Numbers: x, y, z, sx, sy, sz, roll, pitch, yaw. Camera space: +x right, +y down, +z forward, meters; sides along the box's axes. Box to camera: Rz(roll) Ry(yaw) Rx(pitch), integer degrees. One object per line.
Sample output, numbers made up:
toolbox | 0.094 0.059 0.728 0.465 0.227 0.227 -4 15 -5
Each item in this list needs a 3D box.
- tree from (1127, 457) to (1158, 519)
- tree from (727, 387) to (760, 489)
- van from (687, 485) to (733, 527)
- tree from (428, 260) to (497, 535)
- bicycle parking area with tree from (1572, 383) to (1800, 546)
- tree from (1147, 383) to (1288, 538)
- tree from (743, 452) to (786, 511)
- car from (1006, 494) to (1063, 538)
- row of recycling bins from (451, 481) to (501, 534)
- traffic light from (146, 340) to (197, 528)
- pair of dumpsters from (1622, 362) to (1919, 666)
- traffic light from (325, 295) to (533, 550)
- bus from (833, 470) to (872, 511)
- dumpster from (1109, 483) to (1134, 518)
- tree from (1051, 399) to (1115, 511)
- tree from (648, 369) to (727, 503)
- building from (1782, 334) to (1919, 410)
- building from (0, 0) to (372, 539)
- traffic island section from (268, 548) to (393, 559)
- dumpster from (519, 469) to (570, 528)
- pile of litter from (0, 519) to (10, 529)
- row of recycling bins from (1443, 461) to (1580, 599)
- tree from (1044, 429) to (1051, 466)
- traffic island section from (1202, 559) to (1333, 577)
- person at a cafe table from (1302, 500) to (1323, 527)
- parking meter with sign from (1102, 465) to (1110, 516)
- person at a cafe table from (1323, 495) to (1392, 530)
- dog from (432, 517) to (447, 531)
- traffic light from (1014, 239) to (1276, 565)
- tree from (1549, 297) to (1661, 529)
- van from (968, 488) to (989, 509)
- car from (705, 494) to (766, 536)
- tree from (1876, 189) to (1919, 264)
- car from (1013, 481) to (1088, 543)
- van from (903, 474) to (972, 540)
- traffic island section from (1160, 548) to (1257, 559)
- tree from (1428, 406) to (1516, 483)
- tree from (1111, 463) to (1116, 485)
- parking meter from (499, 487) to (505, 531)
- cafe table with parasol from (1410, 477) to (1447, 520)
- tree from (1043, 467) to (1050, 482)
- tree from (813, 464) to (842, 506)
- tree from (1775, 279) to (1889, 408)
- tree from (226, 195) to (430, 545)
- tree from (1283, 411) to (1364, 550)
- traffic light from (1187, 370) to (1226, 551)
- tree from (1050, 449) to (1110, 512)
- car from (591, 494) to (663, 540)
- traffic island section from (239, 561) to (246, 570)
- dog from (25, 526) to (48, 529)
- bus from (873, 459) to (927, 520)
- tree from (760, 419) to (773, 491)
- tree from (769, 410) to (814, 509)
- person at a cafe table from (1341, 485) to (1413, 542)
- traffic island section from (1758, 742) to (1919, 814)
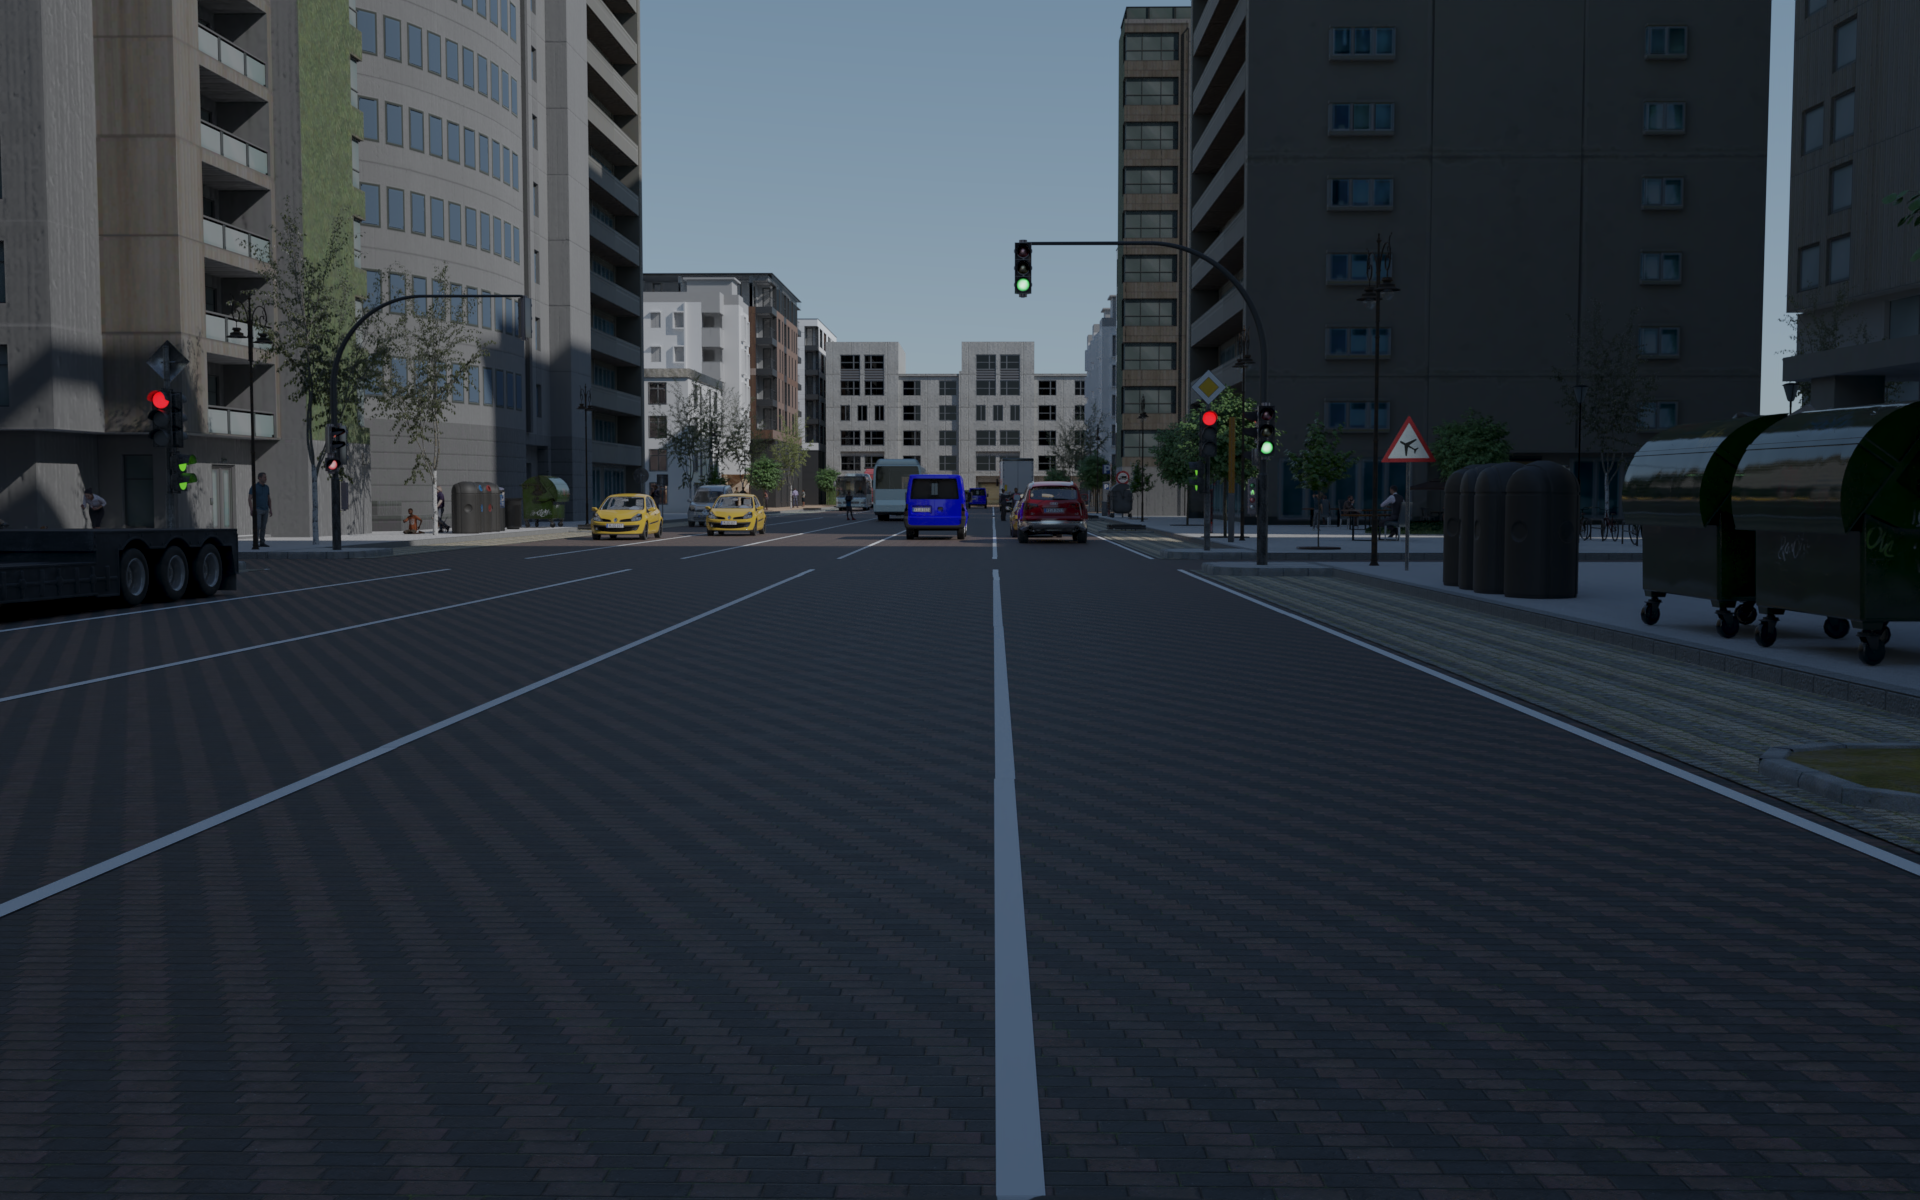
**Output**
tree | 8.950 -5.699 87.773 1.663 3.219 1.824 0 3 0
tree | -15.747 -9.815 110.834 4.360 8.622 3.978 0 3 0
van | -11.079 -4.305 77.395 2.013 2.044 4.112 0 4 1
tree | -16.635 -6.328 53.833 4.360 8.622 3.978 0 3 0
bicycle parking area with tree | 18.934 -3.569 45.352 8.231 4.147 9.016 1 4 23
tree | 7.922 -4.118 51.050 4.285 4.588 4.351 0 3 0
tree | -15.281 -9.294 135.669 4.285 4.588 4.351 0 3 0
car | 2.555 -2.948 58.427 2.015 1.641 3.980 0 4 0
row of recycling bins | -16.071 -3.076 57.407 1.069 1.692 3.534 0 4 0
traffic light | -14.419 -2.611 31.604 0.839 4.253 0.868 0 4 1
pair of dumpsters | 7.255 -0.757 14.867 1.574 2.255 4.437 0 4 1
traffic light | -12.174 -3.970 39.583 4.771 5.953 1.251 0 4 1
bus | -9.230 -9.571 151.352 2.948 3.499 13.247 0 4 -1
dumpster | 8.732 -5.374 93.626 1.264 1.857 1.865 0 4 1
tree | 9.703 -11.180 133.147 4.360 8.622 3.978 0 3 0
tree | -16.054 -9.244 101.496 4.360 8.622 3.978 0 3 0
building | 26.402 -19.766 15.055 32.217 40.220 23.993 0 4 1
building | -26.279 -22.313 48.410 14.154 41.232 14.086 0 4 1
traffic island section | -14.307 -1.067 39.723 2.009 0.180 2.903 0 4 1
dumpster | -15.905 -3.901 66.277 1.502 2.255 1.985 0 4 1
pile of litter | -18.019 -1.115 32.197 1.719 0.858 1.176 0 4 -4
row of recycling bins | 7.176 -0.961 22.823 1.069 1.692 3.534 0 3 0
tree | 9.622 -12.477 154.356 4.360 8.622 3.978 0 3 0
traffic island section | 5.479 -0.555 31.359 2.009 0.180 2.903 0 4 1
person at a cafe table | 14.189 -3.458 67.399 1.698 1.238 1.726 1 4 16
parking meter with sign | 8.569 -6.435 101.472 0.543 3.016 1.738 1 4 9
person at a cafe table | 14.433 -3.157 62.470 1.698 1.238 1.726 -2 4 -35
dog | -17.785 -2.591 59.191 0.406 0.507 0.540 0 4 -1
traffic light | 3.346 -3.454 31.144 4.771 5.953 1.251 0 4 1
tree | 23.960 -6.950 64.000 4.360 8.622 3.978 0 3 0
van | 1.734 -10.242 171.839 2.240 2.365 5.245 0 4 1
car | -7.823 -3.081 60.597 2.015 1.641 3.980 0 4 0
tree | 7.196 -1.607 9.982 4.285 4.588 4.351 0 3 0
car | 2.752 -2.665 52.242 2.281 1.827 5.304 0 4 1
van | -0.740 -3.170 56.210 2.240 2.365 5.245 0 4 1
traffic island section | 5.630 -1.044 39.343 2.009 0.180 2.903 0 4 1
tree | 19.236 -4.976 65.075 4.285 4.588 4.351 0 3 0
tree | 9.197 -5.302 70.403 4.285 4.588 4.351 0 3 0
parking meter | -15.935 -3.149 59.895 0.372 1.533 0.369 0 3 0
cafe table with parasol | 19.211 -3.940 69.287 2.610 1.966 2.610 1 4 19
tree | 10.648 -12.688 191.156 4.285 4.588 4.351 0 3 0
tree | -14.465 -12.672 190.899 4.285 4.588 4.351 0 3 0
tree | 29.969 -6.661 59.271 4.360 8.622 3.978 0 3 0
tree | -16.107 -5.711 43.730 4.360 8.622 3.978 0 3 0
tree | 8.243 -2.794 40.282 1.663 3.219 1.824 0 3 0
traffic light | 5.590 -3.077 39.229 0.839 4.253 0.868 0 4 1
tree | 9.655 -8.594 124.225 4.285 4.588 4.351 0 3 0
car | -10.613 -2.753 55.230 2.015 1.641 3.980 0 4 0
traffic island section | -14.458 -0.578 31.739 2.009 0.180 2.903 0 4 1
dog | -22.461 -1.547 42.120 0.540 0.507 0.406 -1 4 -21
bus | -3.252 -6.269 97.351 2.948 3.499 13.247 0 4 0
tree | -15.277 -10.514 122.261 4.360 8.622 3.978 0 3 0
tree | -14.908 -12.363 152.502 4.737 8.622 4.395 0 3 0
person at a cafe table | 11.624 -2.377 47.374 1.698 1.524 1.622 -2 4 -33
traffic island section | 5.050 0.884 8.411 1.991 0.108 1.994 0 4 1
